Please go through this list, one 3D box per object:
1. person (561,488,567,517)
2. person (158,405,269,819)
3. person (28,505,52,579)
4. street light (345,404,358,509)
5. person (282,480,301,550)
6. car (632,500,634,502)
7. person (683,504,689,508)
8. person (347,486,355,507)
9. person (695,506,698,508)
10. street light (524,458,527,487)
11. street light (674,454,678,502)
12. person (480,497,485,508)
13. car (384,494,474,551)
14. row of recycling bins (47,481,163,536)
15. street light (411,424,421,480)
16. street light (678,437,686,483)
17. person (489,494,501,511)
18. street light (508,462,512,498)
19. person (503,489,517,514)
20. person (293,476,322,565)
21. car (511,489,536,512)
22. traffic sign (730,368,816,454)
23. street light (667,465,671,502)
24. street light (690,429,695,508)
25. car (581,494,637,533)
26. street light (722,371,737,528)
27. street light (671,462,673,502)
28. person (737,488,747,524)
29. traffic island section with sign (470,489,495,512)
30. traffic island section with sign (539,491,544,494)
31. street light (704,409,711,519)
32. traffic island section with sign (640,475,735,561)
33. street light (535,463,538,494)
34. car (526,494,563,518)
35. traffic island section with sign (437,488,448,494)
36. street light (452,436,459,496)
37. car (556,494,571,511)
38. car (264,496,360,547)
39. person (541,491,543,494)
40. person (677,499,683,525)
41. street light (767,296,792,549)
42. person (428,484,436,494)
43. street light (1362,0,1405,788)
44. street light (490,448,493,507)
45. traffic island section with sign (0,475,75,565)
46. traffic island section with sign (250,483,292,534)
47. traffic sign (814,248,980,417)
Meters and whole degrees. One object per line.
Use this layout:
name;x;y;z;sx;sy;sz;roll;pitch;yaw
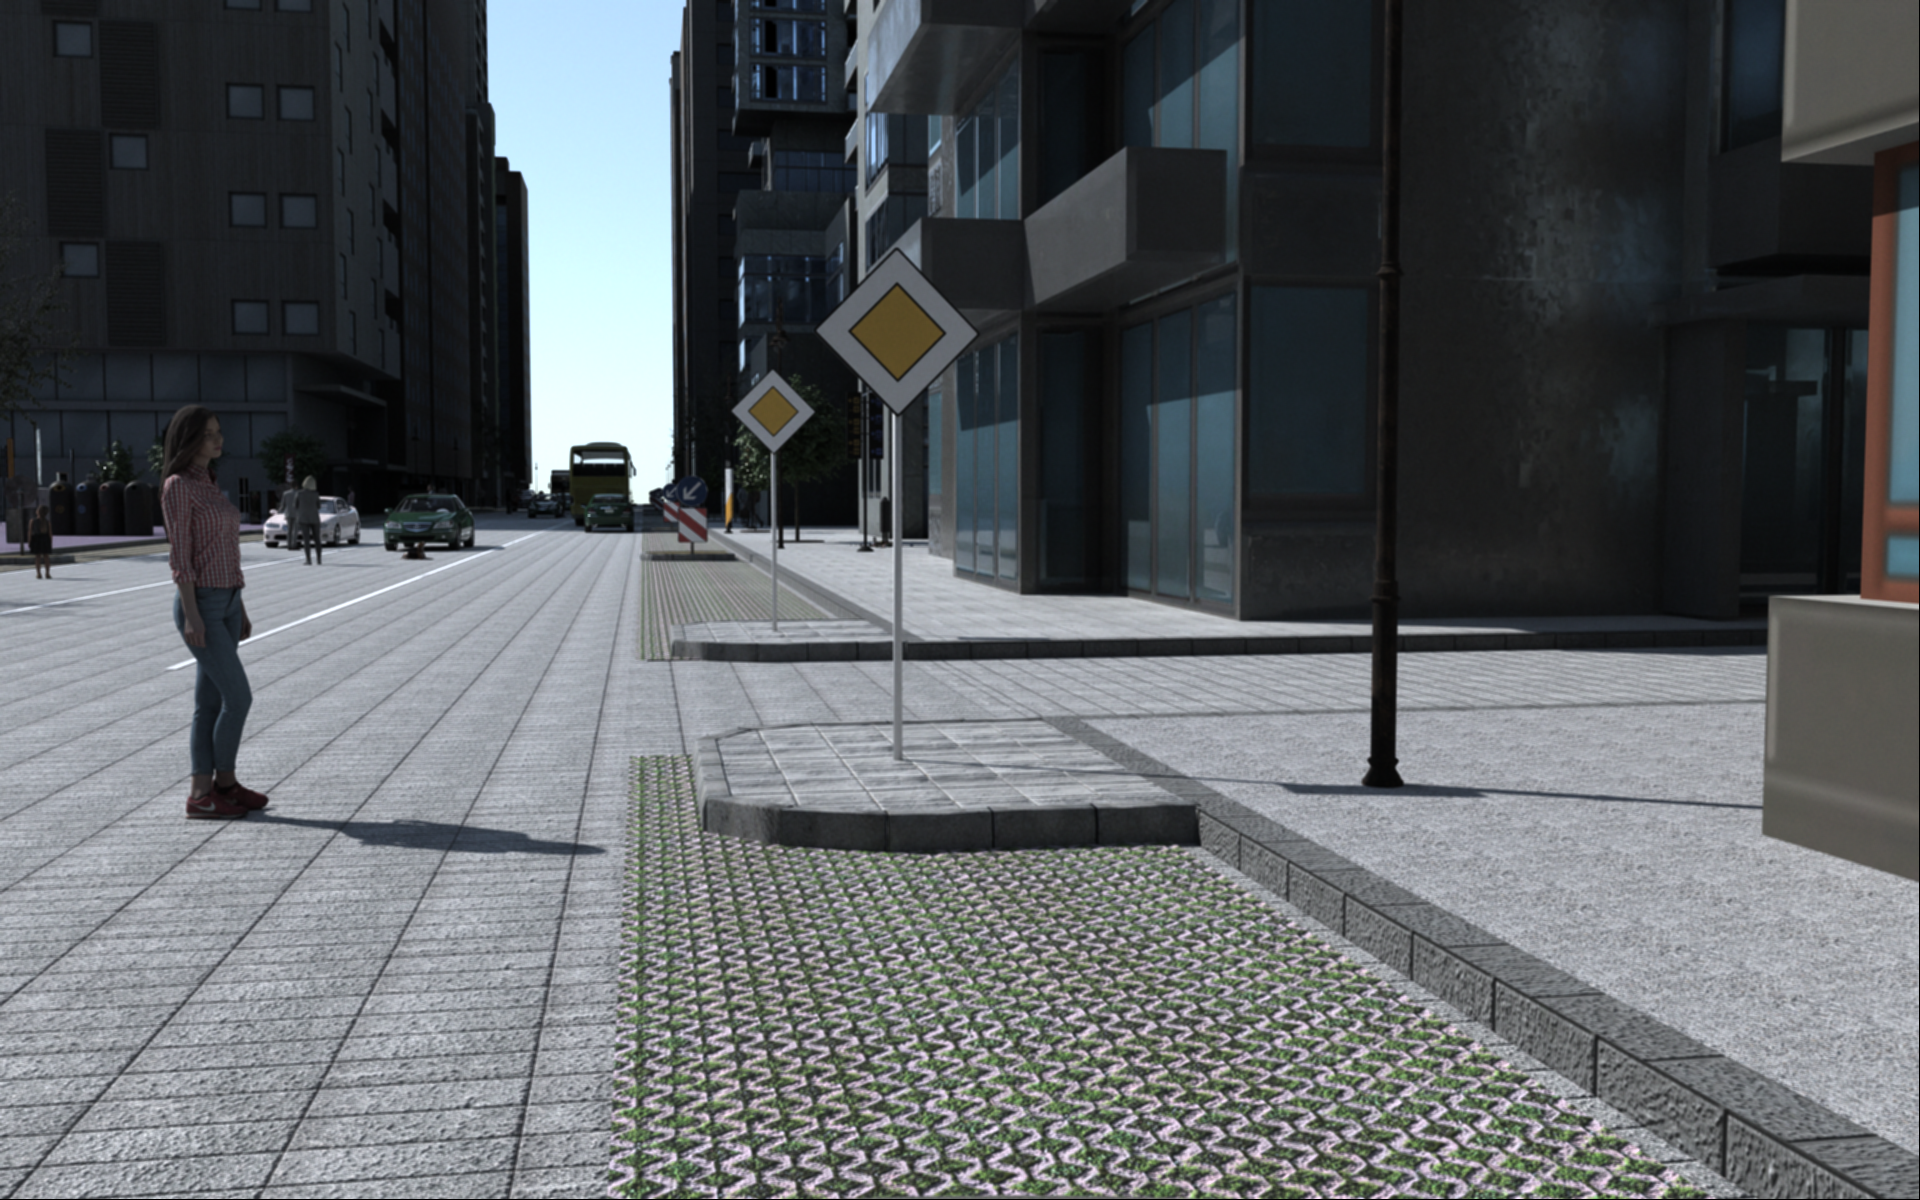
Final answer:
person;-24.677;-6.082;107.942;0.705;1.824;1.348;-1;4;-13
person;-3.305;0.054;7.631;0.388;1.821;0.555;-1;4;-12
person;-15.563;-0.987;29.308;0.362;1.253;0.373;-2;4;-29
street light;-31.272;-7.116;89.139;0.468;5.910;1.993;-1;4;-10
person;-16.965;-2.172;44.208;0.606;1.804;0.583;0;4;-3
car;-19.103;-5.296;95.633;2.155;1.783;4.494;-1;4;-11
person;-18.624;-6.779;117.805;0.541;1.710;0.530;0;4;1
person;-28.166;-4.374;80.021;0.555;1.821;0.388;3;5;43
person;-13.967;-5.212;92.727;0.593;1.643;0.415;-3;4;-37
street light;-54.930;-15.071;219.193;0.468;5.910;1.993;-1;4;-10
street light;-26.738;-11.718;164.379;0.468;5.910;1.993;-1;4;-10
person;-44.023;-9.302;159.605;0.593;1.643;0.415;-3;5;-44
car;-13.887;-2.059;45.464;2.131;1.459;4.920;-1;4;-9
row of recycling bins;-26.518;-2.834;53.450;3.534;1.692;1.069;1;4;12
street light;-35.728;-8.624;113.787;0.468;5.910;1.993;-1;4;-10
street light;-22.275;-10.203;139.614;0.468;5.910;1.993;-1;4;-10
person;-39.531;-8.288;147.266;1.065;1.426;0.557;0;4;6
street light;-50.553;-13.591;194.999;0.468;5.910;1.993;-1;4;-10
person;-32.331;-7.076;124.200;1.348;1.822;0.705;2;4;33
person;-13.228;-1.616;35.113;0.537;1.800;0.526;-1;4;-22
car;-35.805;-8.189;142.566;2.281;1.827;5.304;-1;4;-12
traffic sign;-1.712;-0.852;16.122;0.795;2.593;0.064;-1;4;-10
street light;-32.960;-13.797;198.375;0.468;5.910;1.993;-1;4;-10
street light;-17.692;-8.697;114.979;0.468;5.910;1.993;-1;4;-10
car;-13.361;-3.312;65.947;2.131;1.459;4.920;-1;4;-12
street light;-8.638;-5.638;64.967;0.468;5.910;1.993;-1;4;-10
street light;-28.539;-12.318;174.189;0.468;5.910;1.993;-1;4;-10
person;-9.274;-4.182;74.516;0.391;1.810;0.635;2;4;35
traffic island section with sign;-38.129;-7.914;138.016;1.989;1.847;2.006;-1;4;-10
traffic island section with sign;-53.046;-12.908;219.676;1.989;1.847;2.006;-1;4;-10
street light;-13.141;-7.171;90.040;0.468;5.910;1.993;-1;4;-10
traffic island section with sign;-5.957;-1.778;37.702;1.989;1.847;2.006;-1;4;-10
street light;-59.500;-16.548;243.352;0.468;5.910;1.993;-1;4;-10
car;-24.993;-5.662;104.370;2.131;1.459;4.920;-1;4;-10
traffic island section with sign;-33.268;-6.290;111.466;1.989;1.847;2.006;-1;4;-10
street light;-40.293;-10.138;138.549;0.468;5.910;1.993;-1;4;-10
car;-29.374;-7.346;128.902;1.959;1.807;4.718;-1;4;-12
car;-17.943;-2.186;48.107;2.083;1.381;4.827;-1;4;-8
person;-42.550;-10.210;175.967;0.617;1.759;0.750;1;4;21
person;-13.007;-4.107;80.661;0.382;1.210;0.505;1;4;12
street light;-4.214;-4.146;40.576;0.468;5.910;1.993;-1;4;-10
person;-20.158;-3.500;65.915;0.721;1.800;0.419;3;5;40
street light;1.867;-2.121;7.469;0.468;5.910;1.993;-1;4;-10
street light;-46.200;-12.111;170.801;0.468;5.910;1.993;-1;4;-10
traffic island section with sign;-19.405;-1.646;35.539;1.989;1.847;2.006;-1;4;-10
traffic island section with sign;-24.293;-3.279;62.247;1.989;1.847;2.006;-1;4;-10
traffic sign;-0.277;-0.372;8.266;0.795;2.593;0.064;-1;4;-10
